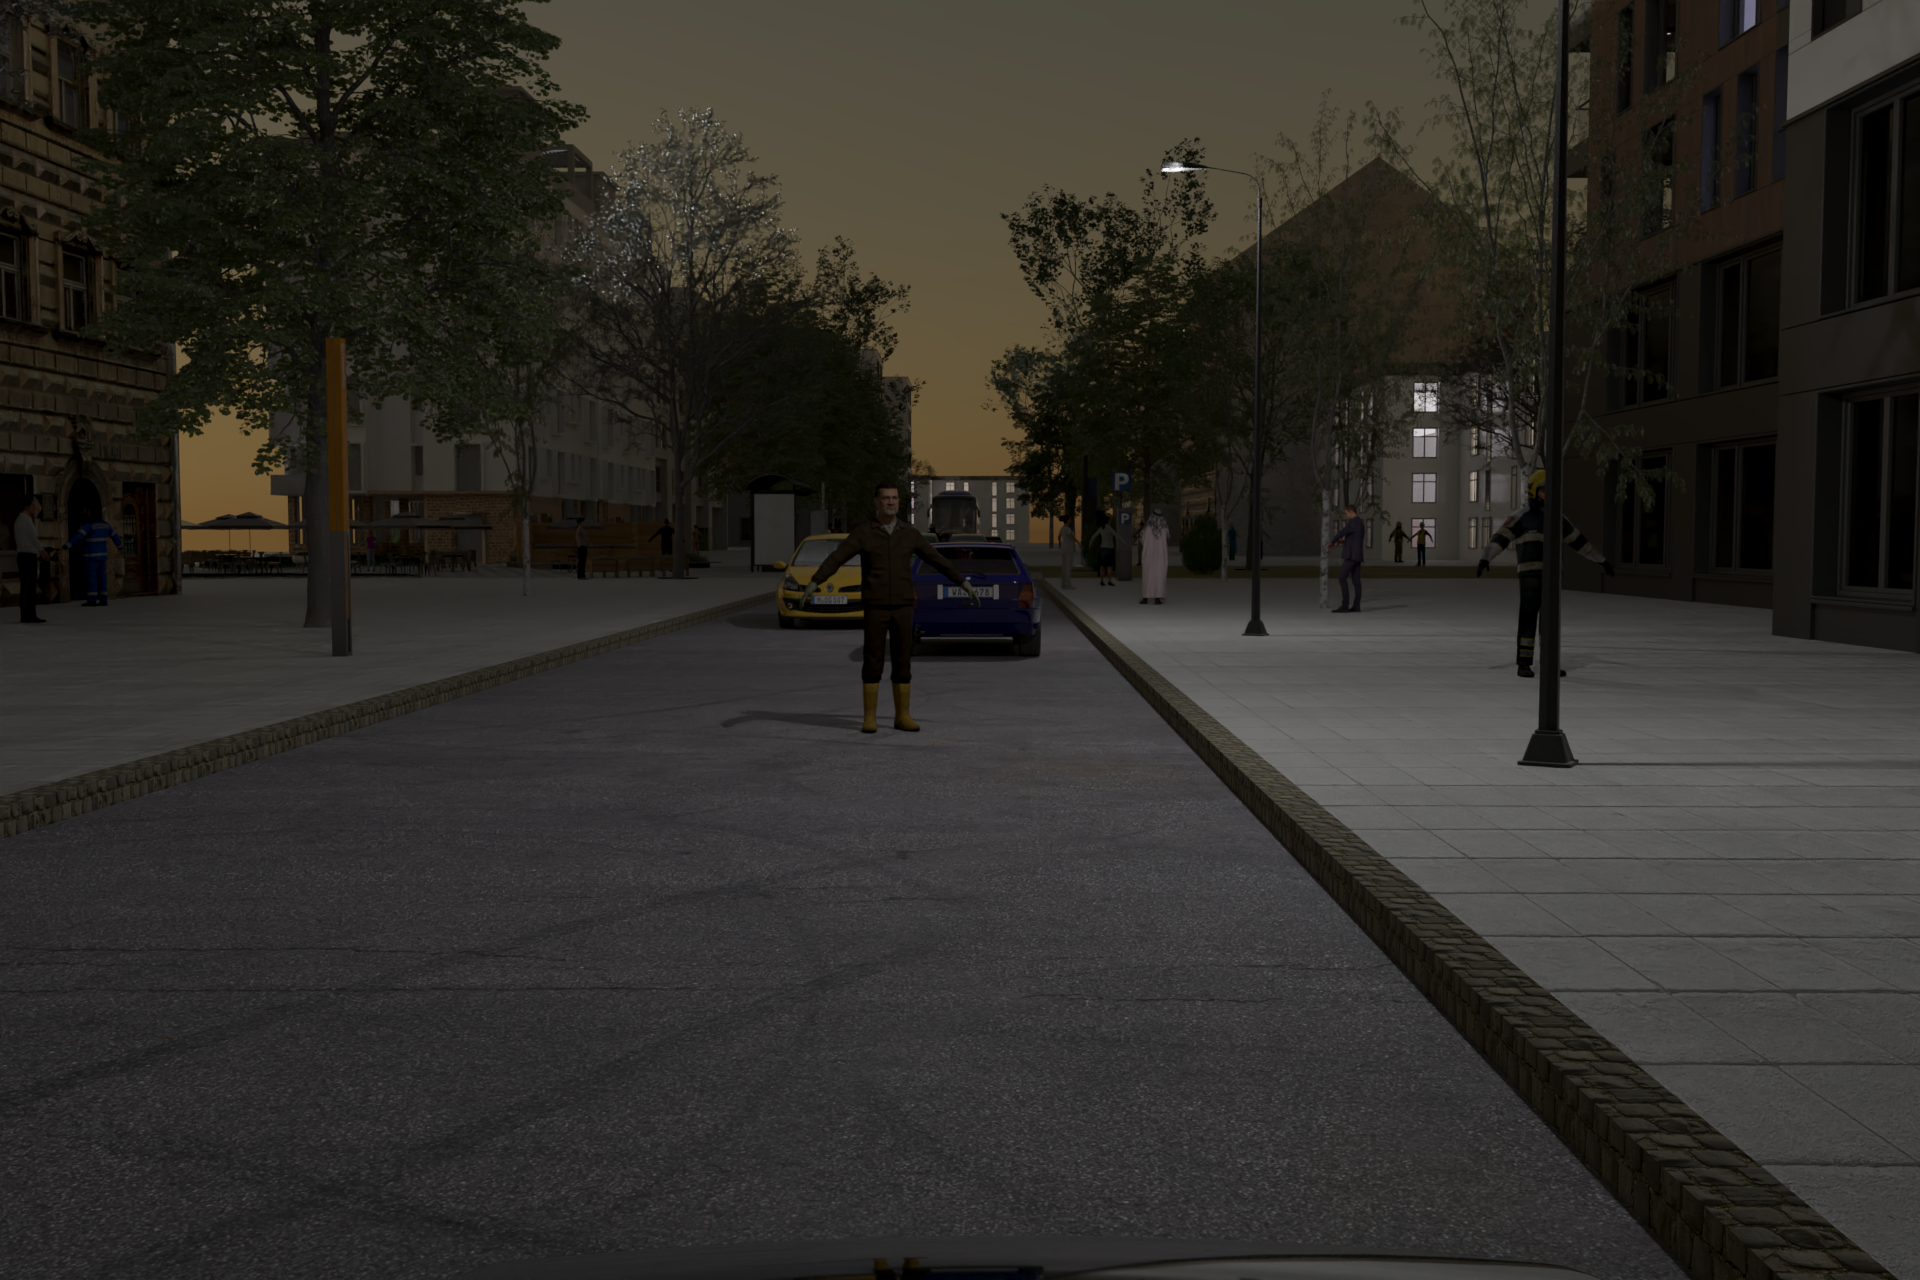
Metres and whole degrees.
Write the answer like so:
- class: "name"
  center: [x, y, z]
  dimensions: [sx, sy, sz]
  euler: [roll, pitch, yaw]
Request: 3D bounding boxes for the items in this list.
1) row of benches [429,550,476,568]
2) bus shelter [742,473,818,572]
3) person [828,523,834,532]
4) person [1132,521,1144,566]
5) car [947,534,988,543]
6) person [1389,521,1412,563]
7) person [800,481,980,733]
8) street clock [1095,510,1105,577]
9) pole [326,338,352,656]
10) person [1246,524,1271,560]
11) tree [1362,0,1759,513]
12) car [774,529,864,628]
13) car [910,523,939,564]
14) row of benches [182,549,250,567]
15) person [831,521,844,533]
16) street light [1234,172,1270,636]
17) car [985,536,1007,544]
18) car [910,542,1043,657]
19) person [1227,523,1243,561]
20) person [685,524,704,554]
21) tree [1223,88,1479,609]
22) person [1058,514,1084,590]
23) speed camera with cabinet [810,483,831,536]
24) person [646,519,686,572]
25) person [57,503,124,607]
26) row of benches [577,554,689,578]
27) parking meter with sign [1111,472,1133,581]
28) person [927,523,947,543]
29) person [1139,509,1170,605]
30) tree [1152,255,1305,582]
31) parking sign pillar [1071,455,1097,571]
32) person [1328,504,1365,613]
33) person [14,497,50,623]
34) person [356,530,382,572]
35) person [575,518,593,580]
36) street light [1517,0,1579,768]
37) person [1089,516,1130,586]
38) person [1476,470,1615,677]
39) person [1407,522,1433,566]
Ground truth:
- class: "row of benches"
  center: [-19.539, -3.131, 66.649]
  dimensions: [1.422, 0.672, 4.104]
  euler: [0, 4, 1]
- class: "bus shelter"
  center: [-6.234, -4.080, 60.630]
  dimensions: [2.014, 3.302, 5.546]
  euler: [0, 4, 1]
- class: "person"
  center: [-6.470, -4.928, 86.515]
  dimensions: [1.347, 1.837, 0.705]
  euler: [-1, 4, -11]
- class: "person"
  center: [7.387, -3.928, 70.501]
  dimensions: [1.348, 1.796, 0.705]
  euler: [-2, 4, -29]
- class: "car"
  center: [0.262, -3.076, 62.085]
  dimensions: [2.131, 1.459, 4.920]
  euler: [0, 4, 0]
- class: "person"
  center: [19.806, -4.425, 78.118]
  dimensions: [0.705, 1.858, 1.354]
  euler: [-2, 4, -33]
- class: "person"
  center: [-0.519, -0.243, 12.569]
  dimensions: [1.346, 1.812, 0.704]
  euler: [-1, 4, -17]
- class: "street clock"
  center: [4.212, -2.889, 51.807]
  dimensions: [0.358, 2.002, 0.471]
  euler: [0, 3, 0]
- class: "pole"
  center: [-6.498, -1.485, 18.122]
  dimensions: [0.158, 3.312, 0.155]
  euler: [0, 3, 0]
- class: "person"
  center: [14.982, -4.927, 86.678]
  dimensions: [1.348, 1.813, 0.705]
  euler: [-1, 4, -14]
- class: "tree"
  center: [6.567, -4.253, 19.900]
  dimensions: [4.360, 8.622, 3.978]
  euler: [0, 3, 0]
- class: "car"
  center: [-1.887, -1.060, 27.549]
  dimensions: [2.015, 1.641, 3.980]
  euler: [0, 4, 1]
- class: "car"
  center: [-1.375, -2.772, 54.123]
  dimensions: [1.959, 1.807, 4.718]
  euler: [0, 4, 1]
- class: "row of benches"
  center: [-29.763, -3.275, 69.004]
  dimensions: [1.422, 0.672, 4.104]
  euler: [1, 4, 11]
- class: "person"
  center: [-5.189, -4.145, 73.916]
  dimensions: [1.345, 1.843, 0.704]
  euler: [2, 4, 31]
- class: "street light"
  center: [4.278, -3.007, 21.704]
  dimensions: [1.470, 5.913, 1.316]
  euler: [0, 4, 0]
- class: "car"
  center: [1.549, -4.849, 91.865]
  dimensions: [1.945, 1.354, 3.894]
  euler: [0, 3, 0]
- class: "car"
  center: [0.092, -0.551, 21.591]
  dimensions: [1.945, 1.354, 3.894]
  euler: [0, 3, 0]
- class: "person"
  center: [13.105, -4.706, 83.062]
  dimensions: [0.704, 1.817, 1.347]
  euler: [-2, 4, -26]
- class: "person"
  center: [-12.441, -4.547, 81.149]
  dimensions: [0.721, 1.733, 1.217]
  euler: [3, 4, 38]
- class: "tree"
  center: [6.054, -4.847, 29.616]
  dimensions: [4.360, 8.622, 3.978]
  euler: [0, 3, 0]
- class: "person"
  center: [2.555, -2.045, 40.200]
  dimensions: [0.721, 1.739, 1.217]
  euler: [-1, 4, -21]
- class: "speed camera with cabinet"
  center: [-5.413, -4.457, 67.213]
  dimensions: [0.660, 3.252, 2.038]
  euler: [0, 4, 2]
- class: "person"
  center: [-9.918, -3.201, 58.557]
  dimensions: [1.346, 1.802, 0.704]
  euler: [-1, 4, -16]
- class: "person"
  center: [-15.380, -1.516, 30.768]
  dimensions: [0.704, 1.831, 1.345]
  euler: [1, 4, 23]
- class: "row of benches"
  center: [-9.677, -2.225, 51.835]
  dimensions: [1.422, 0.672, 4.104]
  euler: [3, 4, 36]
- class: "parking meter with sign"
  center: [4.517, -3.160, 47.927]
  dimensions: [0.543, 3.016, 1.738]
  euler: [0, 4, 1]
- class: "person"
  center: [-1.058, -3.589, 66.915]
  dimensions: [1.354, 1.856, 0.705]
  euler: [1, 4, 19]
- class: "person"
  center: [3.563, -1.521, 31.578]
  dimensions: [0.551, 1.740, 0.621]
  euler: [-1, 4, -16]
- class: "tree"
  center: [7.086, -5.862, 46.200]
  dimensions: [4.360, 8.622, 3.978]
  euler: [0, 3, 0]
- class: "parking sign pillar"
  center: [4.445, -4.372, 59.947]
  dimensions: [1.447, 3.967, 1.447]
  euler: [0, 4, 0]
- class: "person"
  center: [6.307, -1.338, 28.372]
  dimensions: [0.568, 1.767, 0.683]
  euler: [2, 4, 32]
- class: "person"
  center: [-13.477, -1.158, 25.097]
  dimensions: [0.704, 1.810, 1.344]
  euler: [-3, 5, -40]
- class: "person"
  center: [-20.141, -3.047, 59.088]
  dimensions: [0.599, 1.433, 0.991]
  euler: [3, 5, 39]
- class: "person"
  center: [-10.531, -2.554, 48.573]
  dimensions: [0.721, 1.737, 1.217]
  euler: [0, 4, 5]
- class: "street light"
  center: [3.820, -2.258, 9.461]
  dimensions: [1.470, 5.913, 1.316]
  euler: [0, 4, 1]
- class: "person"
  center: [3.679, -2.204, 42.874]
  dimensions: [1.217, 1.735, 0.721]
  euler: [3, 5, 40]
- class: "person"
  center: [5.222, -0.599, 15.560]
  dimensions: [1.351, 1.858, 0.704]
  euler: [-1, 4, -13]
- class: "person"
  center: [18.452, -3.850, 69.405]
  dimensions: [0.721, 1.772, 1.216]
  euler: [-3, 5, -41]
